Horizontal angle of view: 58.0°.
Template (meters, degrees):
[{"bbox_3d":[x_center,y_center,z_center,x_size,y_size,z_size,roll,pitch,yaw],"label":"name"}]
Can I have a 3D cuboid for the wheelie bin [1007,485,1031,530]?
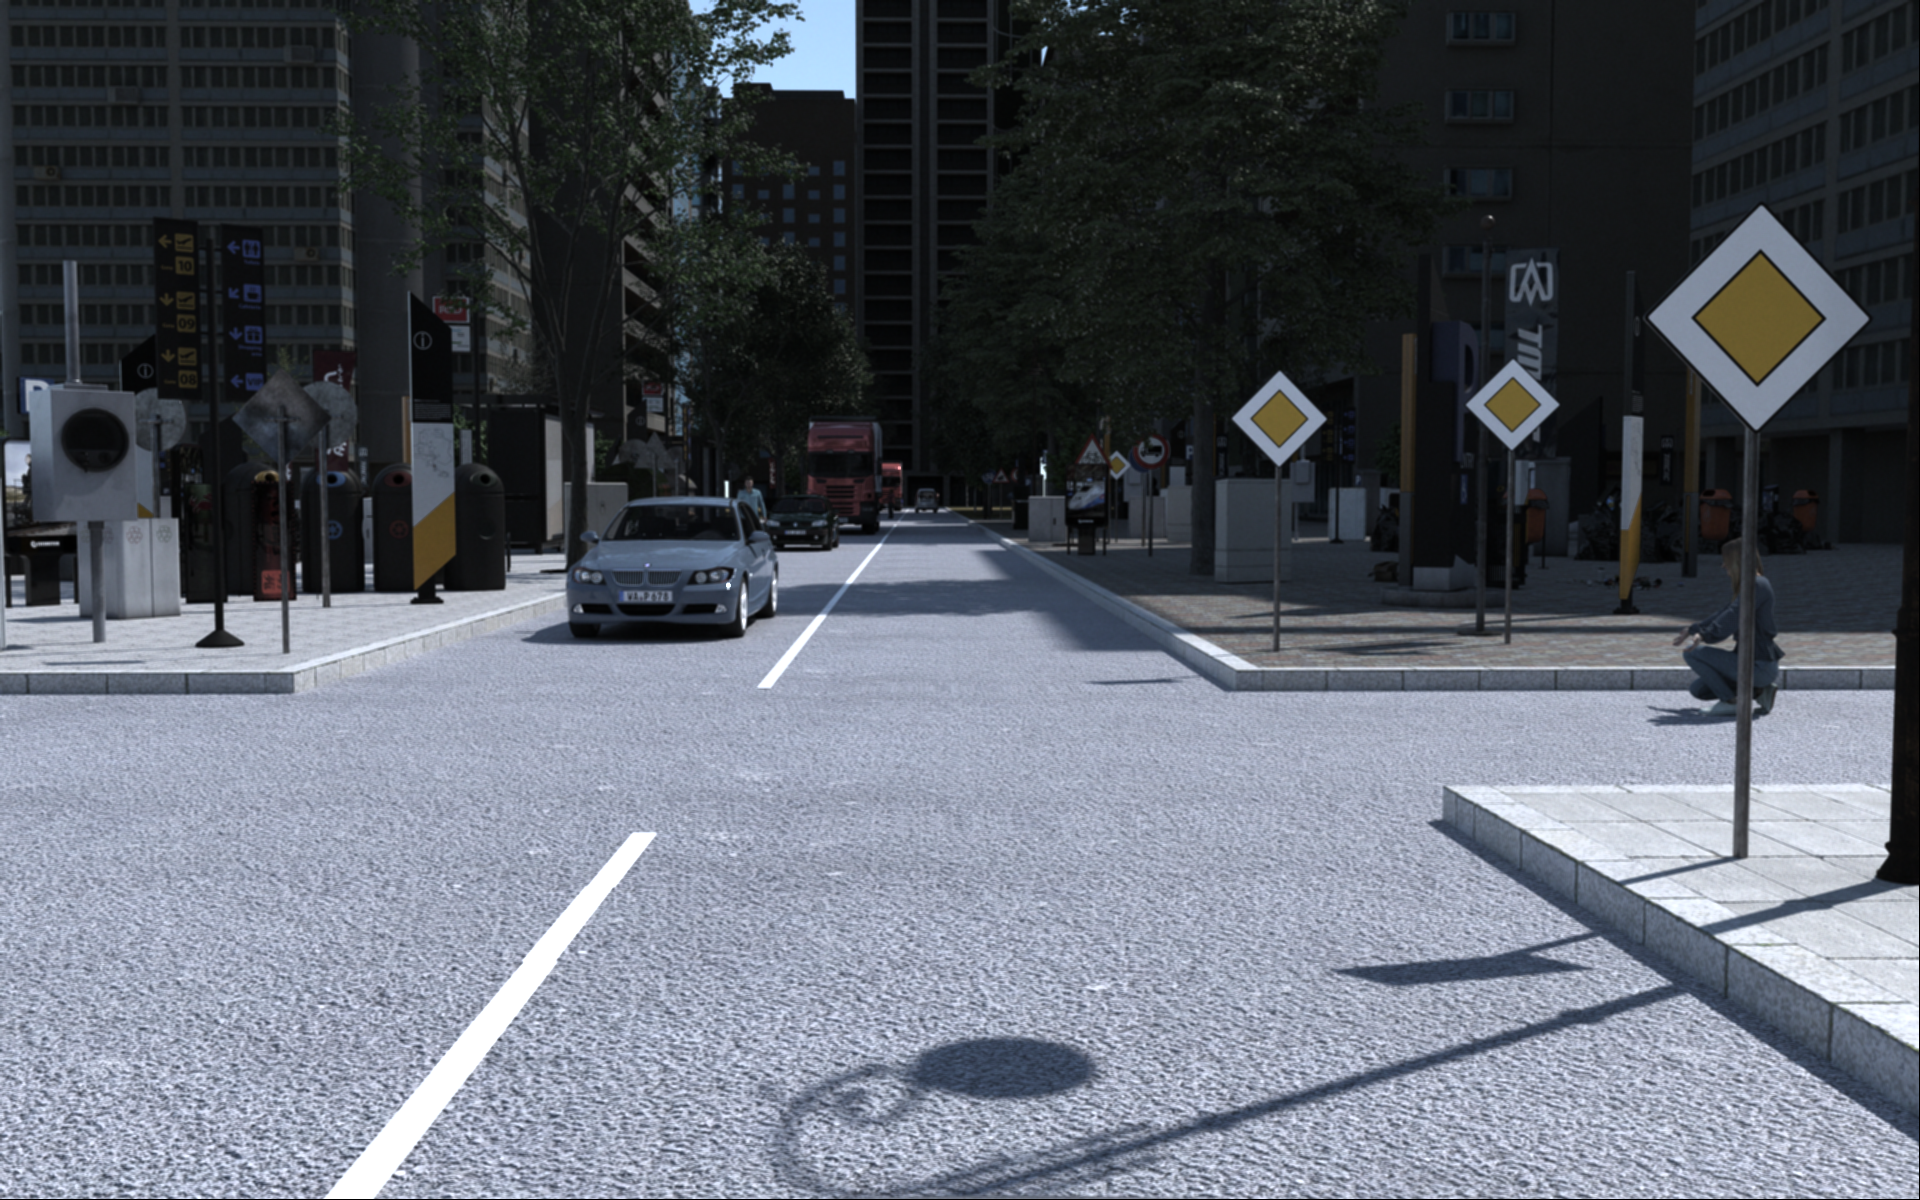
[{"bbox_3d":[2.182,-3.354,62.740,0.980,1.594,0.693,-1,4,-9],"label":"wheelie bin"}]

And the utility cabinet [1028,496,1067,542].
[{"bbox_3d":[2.354,-2.156,46.411,1.020,1.237,0.306,0,4,8],"label":"utility cabinet"}]

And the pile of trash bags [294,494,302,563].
[{"bbox_3d":[-13.173,-1.360,31.991,1.912,1.369,3.447,1,4,13],"label":"pile of trash bags"}]

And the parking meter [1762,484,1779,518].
[{"bbox_3d":[20.870,-2.214,44.615,0.372,1.533,0.369,0,3,0],"label":"parking meter"}]

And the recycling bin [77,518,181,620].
[{"bbox_3d":[-8.678,-0.339,18.091,0.722,1.027,0.722,2,4,29],"label":"recycling bin"}]

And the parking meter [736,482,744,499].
[{"bbox_3d":[-10.573,-4.757,83.483,0.399,1.863,0.255,0,4,0],"label":"parking meter"}]

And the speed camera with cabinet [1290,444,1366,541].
[{"bbox_3d":[10.093,-3.253,47.523,2.038,3.252,0.660,1,4,10],"label":"speed camera with cabinet"}]

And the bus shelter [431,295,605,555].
[{"bbox_3d":[-9.629,-3.678,37.764,2.179,5.291,8.768,0,4,-1],"label":"bus shelter"}]

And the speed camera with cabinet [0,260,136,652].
[{"bbox_3d":[-7.892,-1.213,14.165,0.660,3.252,2.038,3,5,44],"label":"speed camera with cabinet"}]

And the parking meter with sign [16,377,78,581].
[{"bbox_3d":[-13.144,-1.795,25.614,1.738,3.016,0.543,2,4,31],"label":"parking meter with sign"}]

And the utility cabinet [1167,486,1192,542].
[{"bbox_3d":[5.948,-2.255,45.545,0.318,1.500,1.173,-2,4,-32],"label":"utility cabinet"}]

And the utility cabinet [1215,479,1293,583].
[{"bbox_3d":[4.239,-1.000,25.036,1.173,1.500,0.318,-2,4,-29],"label":"utility cabinet"}]

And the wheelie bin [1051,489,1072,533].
[{"bbox_3d":[3.347,-2.986,56.732,0.693,1.594,0.980,-3,5,-44],"label":"wheelie bin"}]

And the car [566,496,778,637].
[{"bbox_3d":[-3.017,-0.420,18.868,2.014,1.417,4.499,0,4,0],"label":"car"}]

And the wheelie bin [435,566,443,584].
[{"bbox_3d":[-7.632,-1.031,24.765,0.980,1.594,0.693,-1,4,-17],"label":"wheelie bin"}]

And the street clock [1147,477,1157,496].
[{"bbox_3d":[8.027,-4.178,72.872,0.471,2.002,0.358,-1,4,-13],"label":"street clock"}]

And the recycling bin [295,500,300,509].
[{"bbox_3d":[-27.315,-3.662,72.424,0.722,1.027,0.722,0,4,2],"label":"recycling bin"}]

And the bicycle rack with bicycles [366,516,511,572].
[{"bbox_3d":[-8.589,-0.950,28.921,2.852,0.926,2.925,-1,4,-13],"label":"bicycle rack with bicycles"}]

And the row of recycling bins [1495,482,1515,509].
[{"bbox_3d":[19.379,-3.233,59.964,1.069,1.692,3.534,0,4,3],"label":"row of recycling bins"}]

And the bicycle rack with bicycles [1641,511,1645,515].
[{"bbox_3d":[20.118,-2.454,53.497,2.925,0.926,2.852,2,4,28],"label":"bicycle rack with bicycles"}]

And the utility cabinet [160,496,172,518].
[{"bbox_3d":[-22.437,-2.305,48.849,1.020,1.237,0.306,-3,4,-39],"label":"utility cabinet"}]

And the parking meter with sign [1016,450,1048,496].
[{"bbox_3d":[2.854,-4.342,67.260,1.738,3.016,0.543,-3,5,-44],"label":"parking meter with sign"}]

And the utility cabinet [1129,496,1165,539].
[{"bbox_3d":[5.385,-2.366,49.845,1.020,1.237,0.306,0,4,5],"label":"utility cabinet"}]

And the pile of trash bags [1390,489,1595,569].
[{"bbox_3d":[9.494,-1.308,31.137,1.912,1.369,3.447,-1,4,-14],"label":"pile of trash bags"}]

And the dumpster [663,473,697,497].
[{"bbox_3d":[-7.932,-2.549,47.431,1.264,1.857,1.865,0,4,-1],"label":"dumpster"}]

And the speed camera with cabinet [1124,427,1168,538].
[{"bbox_3d":[5.859,-3.465,50.995,2.038,3.252,0.660,1,4,9],"label":"speed camera with cabinet"}]

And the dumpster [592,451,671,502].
[{"bbox_3d":[-7.312,-2.207,38.571,1.502,2.255,1.985,0,4,-1],"label":"dumpster"}]

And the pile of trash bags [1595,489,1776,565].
[{"bbox_3d":[13.231,-1.399,32.634,1.912,1.369,3.447,-1,4,-18],"label":"pile of trash bags"}]

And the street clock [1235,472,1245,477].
[{"bbox_3d":[9.193,-3.203,56.946,0.358,2.002,0.471,-1,4,-8],"label":"street clock"}]

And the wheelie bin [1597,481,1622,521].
[{"bbox_3d":[16.050,-2.119,42.558,0.693,1.594,0.980,1,4,8],"label":"wheelie bin"}]

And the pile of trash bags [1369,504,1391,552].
[{"bbox_3d":[10.964,-1.757,38.475,3.447,1.369,1.912,0,4,-6],"label":"pile of trash bags"}]

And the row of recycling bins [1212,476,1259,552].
[{"bbox_3d":[6.382,-2.004,39.882,1.069,1.692,3.534,2,4,24],"label":"row of recycling bins"}]

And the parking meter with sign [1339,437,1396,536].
[{"bbox_3d":[12.547,-3.484,53.219,1.738,3.016,0.543,-1,4,-19],"label":"parking meter with sign"}]

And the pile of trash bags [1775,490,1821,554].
[{"bbox_3d":[17.416,-1.694,37.453,3.447,1.369,1.912,-2,4,-32],"label":"pile of trash bags"}]

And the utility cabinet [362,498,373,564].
[{"bbox_3d":[-10.934,-1.290,32.249,0.306,1.237,1.020,-2,4,-33],"label":"utility cabinet"}]

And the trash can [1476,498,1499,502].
[{"bbox_3d":[17.783,-2.864,58.472,0.748,1.137,0.748,0,3,0],"label":"trash can"}]

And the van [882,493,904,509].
[{"bbox_3d":[-6.434,-9.773,164.170,2.240,2.365,5.245,0,4,-1],"label":"van"}]

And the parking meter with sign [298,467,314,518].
[{"bbox_3d":[-18.312,-3.238,49.196,1.738,3.016,0.543,0,4,5],"label":"parking meter with sign"}]

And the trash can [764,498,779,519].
[{"bbox_3d":[-7.141,-3.330,66.102,0.748,1.137,0.748,0,3,0],"label":"trash can"}]

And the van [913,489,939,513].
[{"bbox_3d":[-2.593,-7.660,132.252,2.013,2.044,4.112,0,4,-2],"label":"van"}]

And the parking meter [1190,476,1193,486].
[{"bbox_3d":[6.605,-2.605,48.303,0.255,1.863,0.399,3,5,45],"label":"parking meter"}]

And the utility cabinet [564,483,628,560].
[{"bbox_3d":[-6.995,-1.508,33.328,1.173,1.500,0.318,-1,4,-21],"label":"utility cabinet"}]

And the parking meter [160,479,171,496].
[{"bbox_3d":[-30.939,-3.777,67.468,0.399,1.863,0.255,-2,4,-32],"label":"parking meter"}]

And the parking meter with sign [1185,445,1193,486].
[{"bbox_3d":[8.541,-3.923,60.406,0.543,3.016,1.738,-2,4,-33],"label":"parking meter with sign"}]

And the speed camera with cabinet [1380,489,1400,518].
[{"bbox_3d":[14.203,-3.733,55.365,2.038,3.252,0.660,-2,4,-28],"label":"speed camera with cabinet"}]

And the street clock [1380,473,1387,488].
[{"bbox_3d":[14.805,-3.425,60.563,0.358,2.002,0.471,1,4,16],"label":"street clock"}]

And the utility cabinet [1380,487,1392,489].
[{"bbox_3d":[13.814,-2.964,57.136,0.318,1.500,1.173,-1,4,-15],"label":"utility cabinet"}]

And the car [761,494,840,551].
[{"bbox_3d":[-4.097,-2.155,45.025,2.009,1.686,4.222,0,4,0],"label":"car"}]

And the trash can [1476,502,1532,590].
[{"bbox_3d":[7.323,-0.718,23.393,0.748,1.137,0.748,0,3,0],"label":"trash can"}]

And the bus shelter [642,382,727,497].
[{"bbox_3d":[-10.136,-5.259,63.614,2.179,5.291,8.768,0,4,-1],"label":"bus shelter"}]

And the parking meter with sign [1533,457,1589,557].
[{"bbox_3d":[12.168,-2.403,35.546,1.738,3.016,0.543,1,4,22],"label":"parking meter with sign"}]

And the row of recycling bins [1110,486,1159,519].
[{"bbox_3d":[8.572,-4.974,88.438,3.534,1.692,1.069,2,4,35],"label":"row of recycling bins"}]
